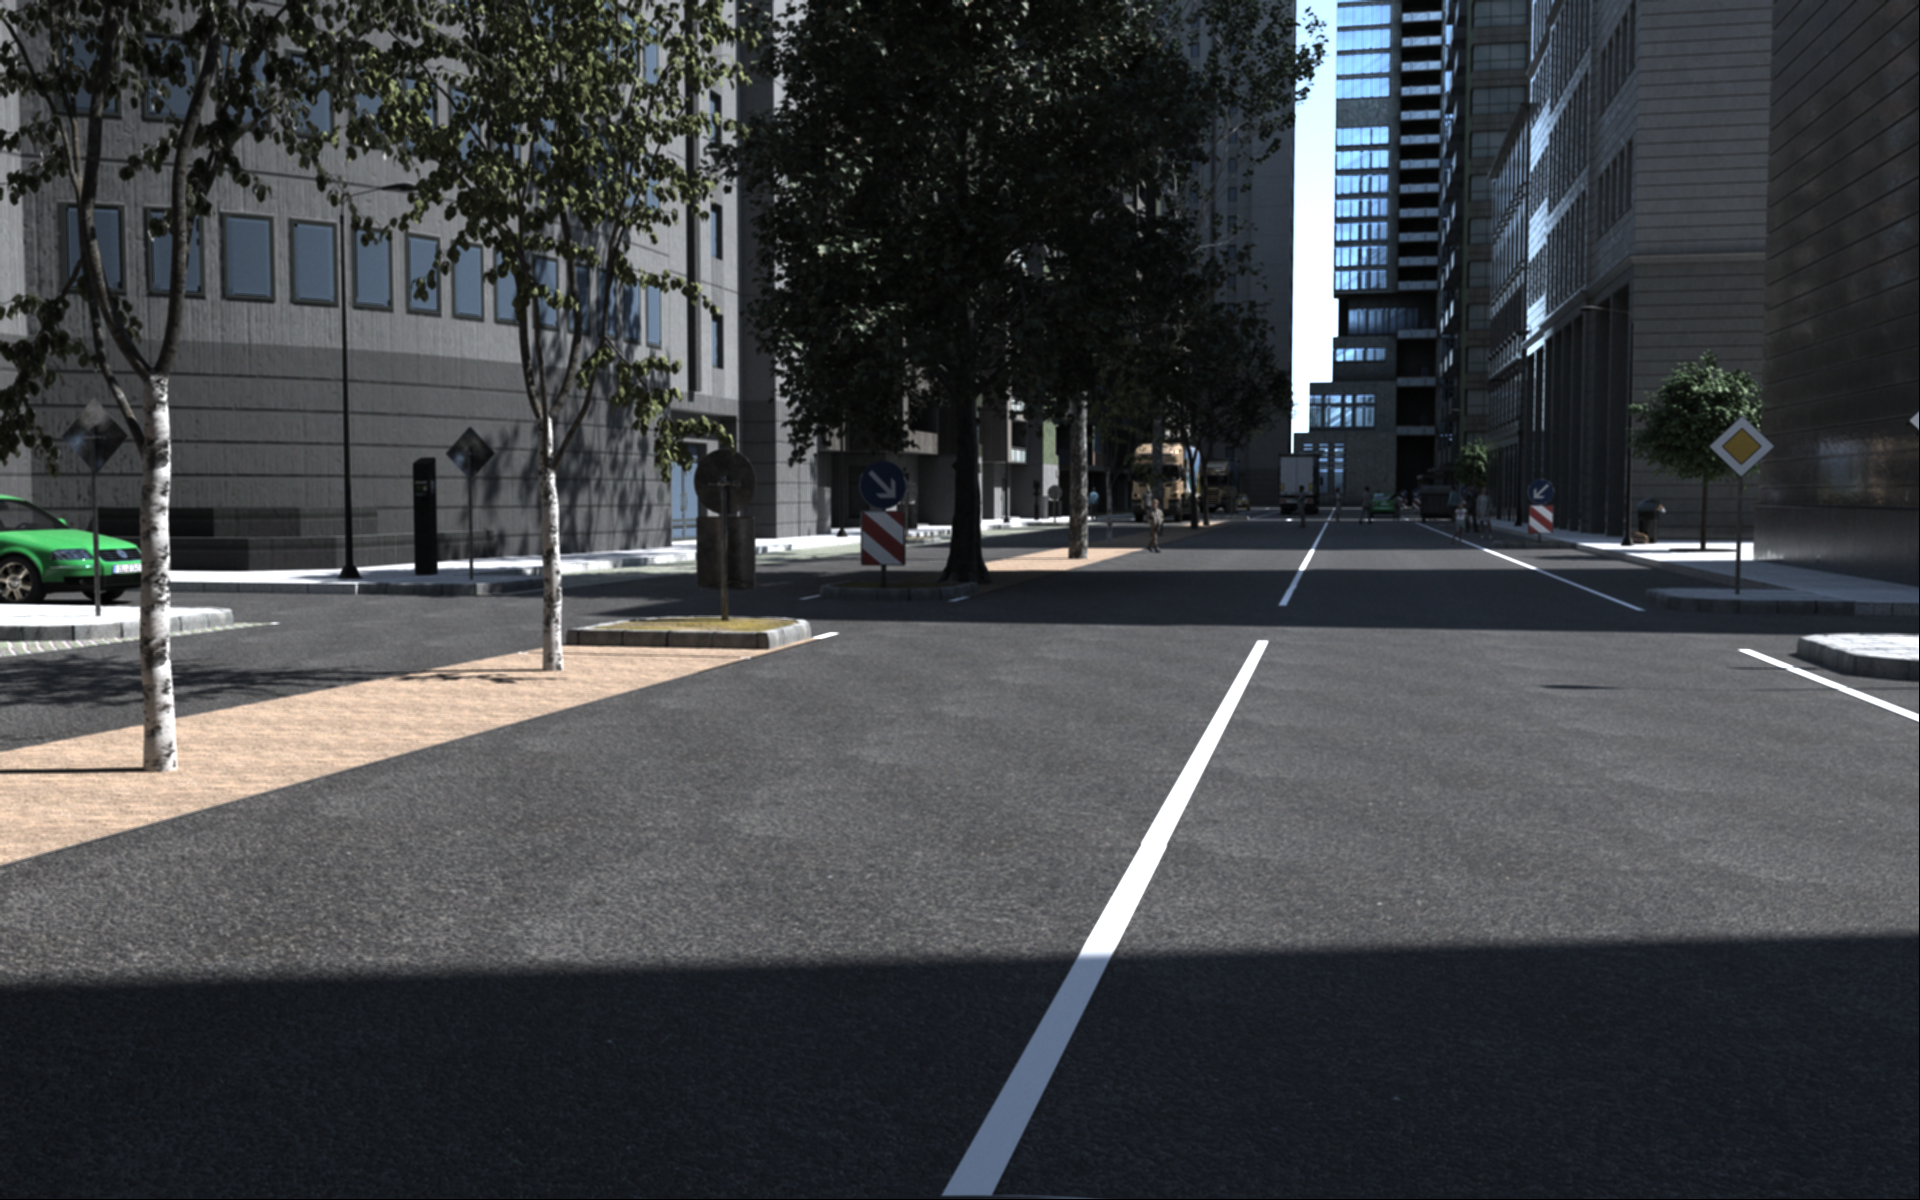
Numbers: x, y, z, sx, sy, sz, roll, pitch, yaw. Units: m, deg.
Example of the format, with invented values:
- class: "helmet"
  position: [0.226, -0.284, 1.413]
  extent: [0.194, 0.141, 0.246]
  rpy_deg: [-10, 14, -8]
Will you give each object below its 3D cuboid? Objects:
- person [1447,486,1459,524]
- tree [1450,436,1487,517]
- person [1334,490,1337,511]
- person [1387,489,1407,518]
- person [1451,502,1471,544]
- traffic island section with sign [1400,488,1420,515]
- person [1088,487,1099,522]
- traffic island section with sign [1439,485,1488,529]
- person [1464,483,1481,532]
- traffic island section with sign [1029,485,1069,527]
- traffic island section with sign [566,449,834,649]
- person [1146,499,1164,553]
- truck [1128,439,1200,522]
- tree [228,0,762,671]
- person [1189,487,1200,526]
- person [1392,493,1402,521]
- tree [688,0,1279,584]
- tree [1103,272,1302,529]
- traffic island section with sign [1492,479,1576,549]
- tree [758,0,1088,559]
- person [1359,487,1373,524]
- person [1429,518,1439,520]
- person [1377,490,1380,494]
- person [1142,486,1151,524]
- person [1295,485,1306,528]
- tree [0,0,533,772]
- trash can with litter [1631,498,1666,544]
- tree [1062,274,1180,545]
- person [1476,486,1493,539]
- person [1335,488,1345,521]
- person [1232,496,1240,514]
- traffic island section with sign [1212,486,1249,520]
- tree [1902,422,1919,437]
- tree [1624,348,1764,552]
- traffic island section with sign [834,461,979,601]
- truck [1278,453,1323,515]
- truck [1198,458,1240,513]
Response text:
- class: "person"
  position: [22.992, -4.406, 80.559]
  extent: [0.660, 1.820, 0.620]
  rpy_deg: [-3, 4, -39]
- class: "tree"
  position: [29.639, -7.036, 98.751]
  extent: [4.285, 4.588, 4.351]
  rpy_deg: [0, 3, 0]
- class: "person"
  position: [32.210, -8.554, 148.350]
  extent: [0.705, 1.826, 1.348]
  rpy_deg: [0, 4, 4]
- class: "person"
  position: [26.118, -5.763, 103.547]
  extent: [1.217, 1.723, 0.721]
  rpy_deg: [0, 4, -5]
- class: "person"
  position: [14.356, -2.208, 49.617]
  extent: [0.505, 1.210, 0.382]
  rpy_deg: [0, 4, 4]
- class: "traffic island section with sign"
  position: [31.924, -6.906, 121.546]
  extent: [1.989, 1.847, 2.006]
  rpy_deg: [1, 4, 12]
- class: "person"
  position: [6.917, -4.936, 89.547]
  extent: [0.601, 1.785, 0.444]
  rpy_deg: [0, 4, -5]
- class: "traffic island section with sign"
  position: [21.105, -3.908, 72.521]
  extent: [1.989, 1.847, 2.006]
  rpy_deg: [1, 4, 12]
- class: "person"
  position: [19.287, -3.481, 65.224]
  extent: [0.655, 1.846, 0.447]
  rpy_deg: [0, 4, 0]
- class: "traffic island section with sign"
  position: [4.191, -4.165, 76.725]
  extent: [1.989, 1.847, 2.006]
  rpy_deg: [1, 4, 12]
- class: "traffic island section with sign"
  position: [-2.519, -0.542, 16.994]
  extent: [2.006, 1.907, 1.989]
  rpy_deg: [1, 4, 12]
- class: "person"
  position: [4.798, -1.820, 42.528]
  extent: [0.475, 1.303, 0.640]
  rpy_deg: [-2, 4, -32]
- class: "truck"
  position: [10.850, -6.237, 90.887]
  extent: [2.839, 4.237, 11.283]
  rpy_deg: [1, 4, 13]
- class: "tree"
  position: [-3.302, -3.711, 13.498]
  extent: [4.737, 8.622, 4.395]
  rpy_deg: [0, 3, 0]
- class: "person"
  position: [10.422, -4.138, 76.710]
  extent: [0.519, 1.759, 0.362]
  rpy_deg: [-3, 4, -37]
- class: "person"
  position: [23.487, -5.014, 93.068]
  extent: [0.503, 1.515, 0.523]
  rpy_deg: [0, 4, -6]
- class: "tree"
  position: [0.123, -6.610, 27.546]
  extent: [9.611, 12.733, 9.660]
  rpy_deg: [0, 3, 0]
- class: "tree"
  position: [9.633, -8.176, 70.540]
  extent: [8.767, 10.594, 7.601]
  rpy_deg: [1, 4, 12]
- class: "traffic island section with sign"
  position: [15.290, -2.298, 46.198]
  extent: [1.989, 1.847, 2.006]
  rpy_deg: [1, 4, 12]
- class: "tree"
  position: [1.609, -11.034, 38.747]
  extent: [12.611, 20.169, 13.585]
  rpy_deg: [0, 3, 0]
- class: "person"
  position: [19.492, -4.551, 83.180]
  extent: [0.850, 1.792, 0.678]
  rpy_deg: [-3, 4, -39]
- class: "person"
  position: [26.106, -5.329, 95.731]
  extent: [0.391, 1.810, 0.635]
  rpy_deg: [-3, 5, -41]
- class: "person"
  position: [31.448, -7.381, 130.096]
  extent: [0.541, 1.710, 0.530]
  rpy_deg: [-3, 5, -44]
- class: "person"
  position: [8.988, -4.573, 83.449]
  extent: [0.537, 1.800, 0.526]
  rpy_deg: [-1, 4, -19]
- class: "person"
  position: [14.576, -4.008, 74.211]
  extent: [0.466, 1.800, 0.511]
  rpy_deg: [-1, 4, -10]
- class: "tree"
  position: [-4.096, -3.431, 8.921]
  extent: [4.360, 8.622, 3.978]
  rpy_deg: [0, 3, 0]
- class: "trash can with litter"
  position: [17.763, -2.041, 44.762]
  extent: [0.624, 1.170, 1.055]
  rpy_deg: [3, 5, 39]
- class: "tree"
  position: [4.181, -5.826, 48.082]
  extent: [4.737, 8.622, 4.395]
  rpy_deg: [0, 3, 0]
- class: "person"
  position: [16.851, -2.822, 55.640]
  extent: [0.512, 1.701, 0.522]
  rpy_deg: [1, 4, 15]
- class: "person"
  position: [19.985, -5.016, 91.076]
  extent: [0.524, 1.755, 0.480]
  rpy_deg: [1, 4, 13]
- class: "person"
  position: [19.940, -7.092, 125.369]
  extent: [0.530, 1.710, 0.541]
  rpy_deg: [0, 4, -8]
- class: "traffic island section with sign"
  position: [15.278, -5.472, 97.606]
  extent: [2.006, 1.907, 1.989]
  rpy_deg: [1, 4, 12]
- class: "tree"
  position: [12.137, -1.564, 20.176]
  extent: [1.663, 3.219, 1.824]
  rpy_deg: [0, 3, 0]
- class: "tree"
  position: [16.801, -3.374, 38.884]
  extent: [4.285, 4.588, 4.351]
  rpy_deg: [0, 3, 0]
- class: "traffic island section with sign"
  position: [-0.913, -0.984, 24.226]
  extent: [2.006, 1.907, 1.989]
  rpy_deg: [1, 4, 12]
- class: "truck"
  position: [24.455, -8.288, 124.418]
  extent: [2.839, 4.237, 11.283]
  rpy_deg: [1, 4, 14]
- class: "truck"
  position: [20.492, -9.087, 137.485]
  extent: [2.839, 4.237, 11.283]
  rpy_deg: [1, 4, 14]
